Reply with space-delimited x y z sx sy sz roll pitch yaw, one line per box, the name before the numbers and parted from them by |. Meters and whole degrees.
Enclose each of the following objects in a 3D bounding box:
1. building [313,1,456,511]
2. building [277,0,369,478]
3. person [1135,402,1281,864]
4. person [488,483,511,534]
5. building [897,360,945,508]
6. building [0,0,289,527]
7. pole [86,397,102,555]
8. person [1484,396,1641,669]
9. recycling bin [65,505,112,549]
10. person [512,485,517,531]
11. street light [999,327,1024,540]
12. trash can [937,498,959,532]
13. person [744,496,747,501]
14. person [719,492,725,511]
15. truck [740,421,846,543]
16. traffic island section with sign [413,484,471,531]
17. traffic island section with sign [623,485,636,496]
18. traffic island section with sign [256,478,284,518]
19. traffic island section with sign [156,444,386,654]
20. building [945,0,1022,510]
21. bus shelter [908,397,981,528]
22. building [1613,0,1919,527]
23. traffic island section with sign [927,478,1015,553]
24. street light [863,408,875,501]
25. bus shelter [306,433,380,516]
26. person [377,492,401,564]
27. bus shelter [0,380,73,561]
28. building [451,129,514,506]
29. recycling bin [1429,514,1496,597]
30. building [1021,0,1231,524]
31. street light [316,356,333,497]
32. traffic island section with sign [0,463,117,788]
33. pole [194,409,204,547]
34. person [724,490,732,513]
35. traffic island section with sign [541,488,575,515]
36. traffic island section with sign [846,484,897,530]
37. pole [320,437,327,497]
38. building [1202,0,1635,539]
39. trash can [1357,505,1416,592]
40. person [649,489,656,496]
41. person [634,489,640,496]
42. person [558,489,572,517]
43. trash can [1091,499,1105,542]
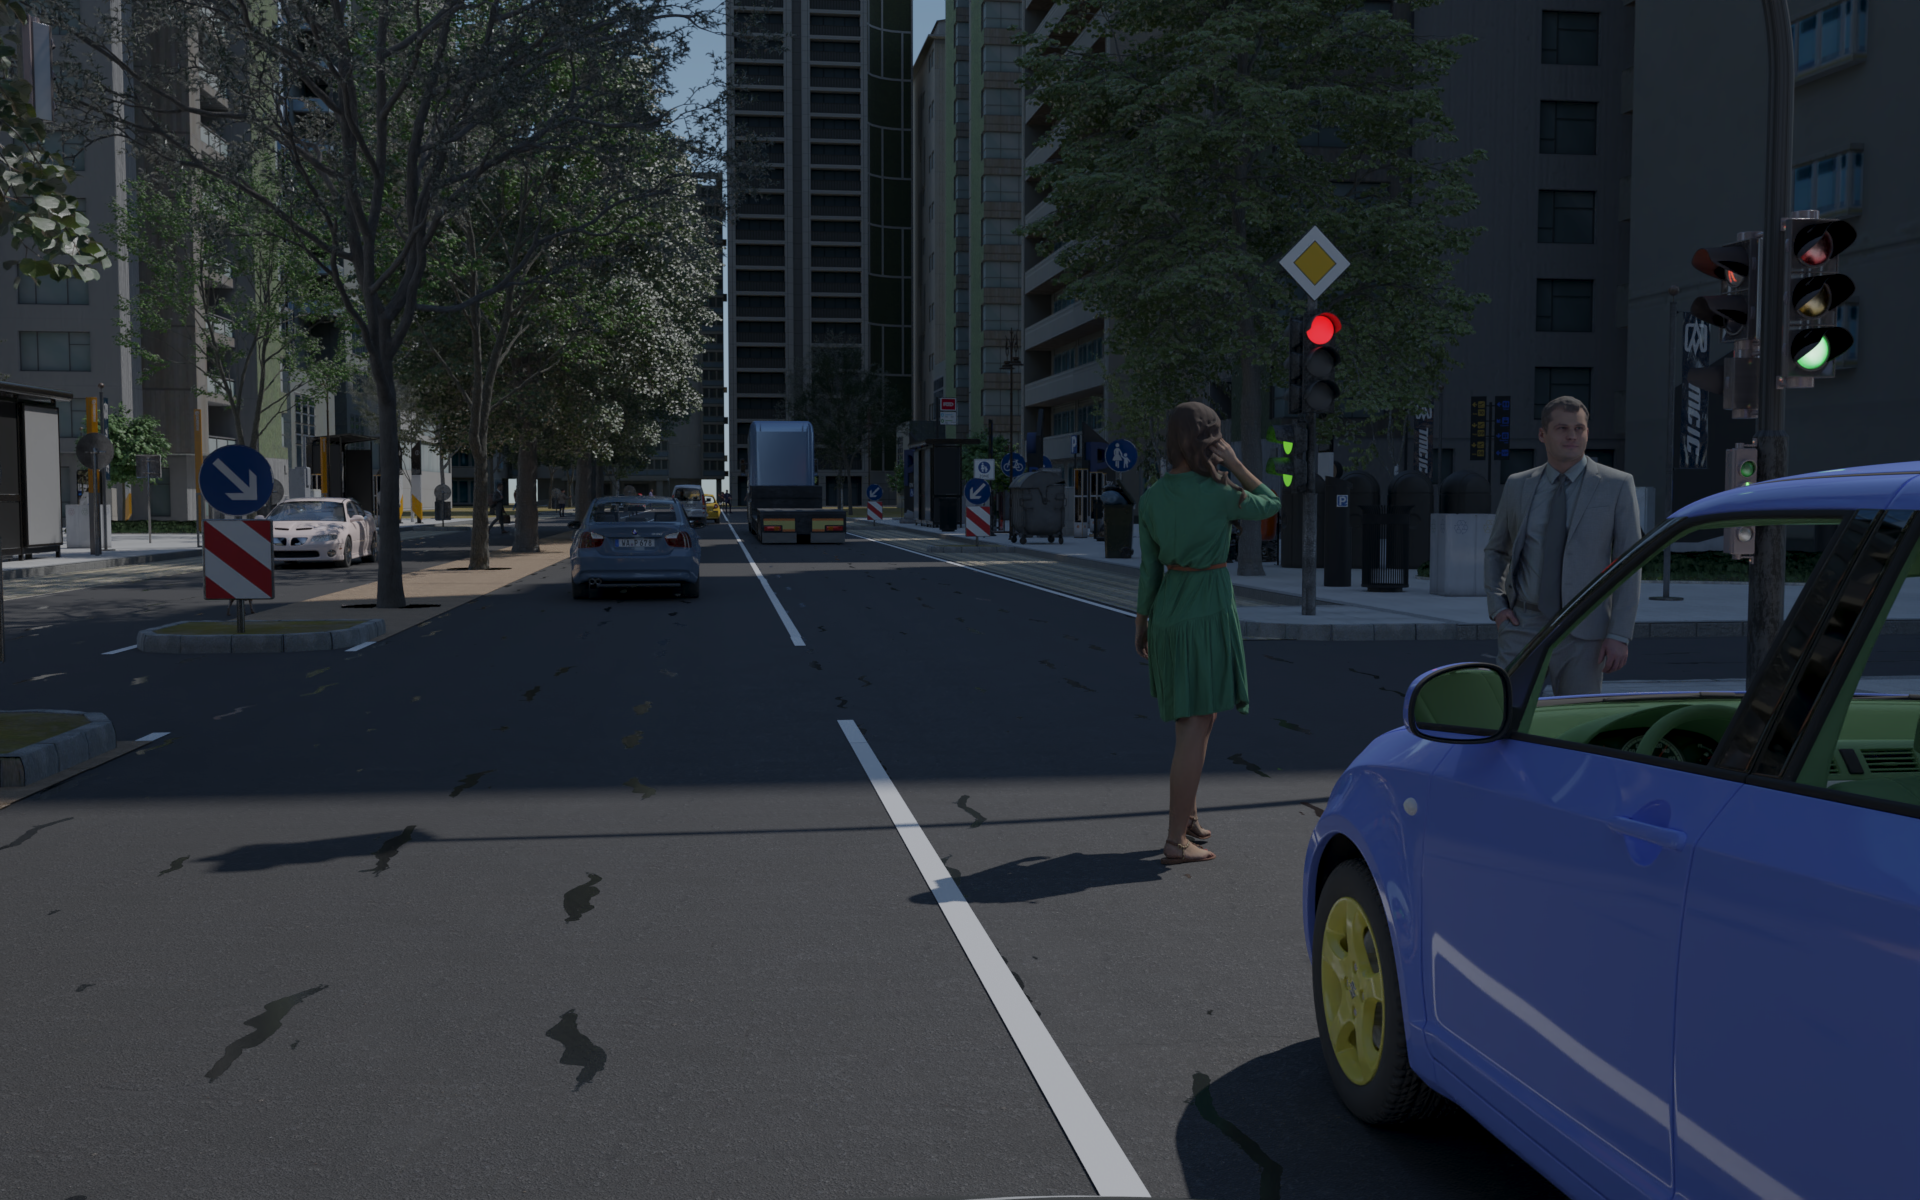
building | -55.562 -33.635 139.166 27.495 52.752 28.713 -1 4 -8
building | -47.705 -48.194 100.642 22.319 86.520 31.000 -1 4 -8
person | 0.912 0.114 6.879 0.600 1.795 0.529 2 4 35
person | -16.708 -3.313 62.632 0.822 1.834 0.622 0 4 -6
building | 7.305 -50.974 146.100 22.319 86.520 31.000 -1 4 -8
building | -37.171 -23.729 71.561 14.154 41.232 14.086 -1 4 -8
pole | -18.291 -2.613 36.567 0.158 3.312 0.155 0 3 0
person | 2.351 0.107 6.846 0.635 1.810 0.391 2 4 27
recycling bin | -20.710 -1.750 41.164 0.722 1.027 0.722 0 4 7
person | -17.131 -3.595 67.257 0.573 1.828 0.580 -3 4 -36
street light | 1.431 -4.615 48.251 0.468 5.910 1.993 -1 4 -8
trash can | -0.401 -2.897 59.022 0.748 1.137 0.748 0 3 0
person | -15.397 -7.253 127.802 1.217 1.743 0.721 -3 4 -37
person | -20.176 -8.366 146.760 0.593 1.643 0.415 -1 4 -14
truck | -5.749 -4.183 58.154 2.967 4.110 18.799 0 4 -8
traffic island section with sign | -20.170 -3.602 67.527 1.989 1.847 2.006 -1 4 -8
traffic island section with sign | -17.386 -5.063 90.910 2.006 1.907 1.989 -1 4 -8
traffic island section with sign | -16.346 -1.970 40.843 1.989 1.847 2.006 -1 4 -8
traffic island section with sign | -6.718 -0.513 16.530 2.006 1.907 1.989 -1 4 -8
building | 5.707 -26.932 123.938 14.154 41.232 14.086 -1 4 -8
bus shelter | -0.842 -5.613 69.408 2.179 5.291 8.768 0 4 -8
building | 27.625 -25.408 39.123 21.600 48.544 21.300 -1 4 -8
traffic island section with sign | 0.212 -2.086 42.733 1.989 1.847 2.006 -1 4 -8
street light | -4.811 -7.268 91.624 0.468 5.910 1.993 -1 4 -8
bus shelter | -24.735 -4.795 69.685 1.731 3.624 6.357 0 4 -8
person | -11.660 -1.637 35.439 0.511 1.800 0.466 2 4 24
bus shelter | -18.401 -3.238 30.579 2.179 5.291 8.768 0 4 -8
building | -60.218 -34.455 187.037 21.600 48.544 21.300 -1 4 -8
recycling bin | 6.410 -0.575 21.951 0.722 1.027 0.722 0 4 -2
building | 15.357 -28.170 84.281 21.300 48.544 21.600 -1 4 -8
street light | -21.282 -5.233 58.347 0.468 5.910 1.993 -1 4 -8
traffic island section with sign | -5.676 -0.065 9.196 2.006 1.907 1.989 -1 4 -8
pole | -18.305 -2.926 41.676 0.158 3.312 0.155 0 3 0
person | -17.076 -7.277 127.928 0.568 1.767 0.683 3 5 44
traffic island section with sign | -27.310 -6.650 117.361 1.989 1.847 2.006 -1 4 -8
traffic island section with sign | -3.602 -3.718 69.418 1.989 1.847 2.006 -1 4 -8
pole | -22.845 -4.182 62.220 0.158 3.312 0.155 0 3 0
building | 15.033 -17.380 55.865 14.160 30.474 14.107 -1 4 -8
trash can | 5.595 -0.680 22.772 0.748 1.137 0.748 0 3 0
person | -27.474 -8.955 154.777 0.599 1.838 0.709 -1 4 -10
person | -21.980 -6.633 117.043 1.348 1.812 0.705 0 4 -6
person | -24.545 -6.029 107.608 0.750 1.759 0.617 -3 5 -42
trash can | 3.933 -2.162 47.008 0.748 1.137 0.748 0 3 0
